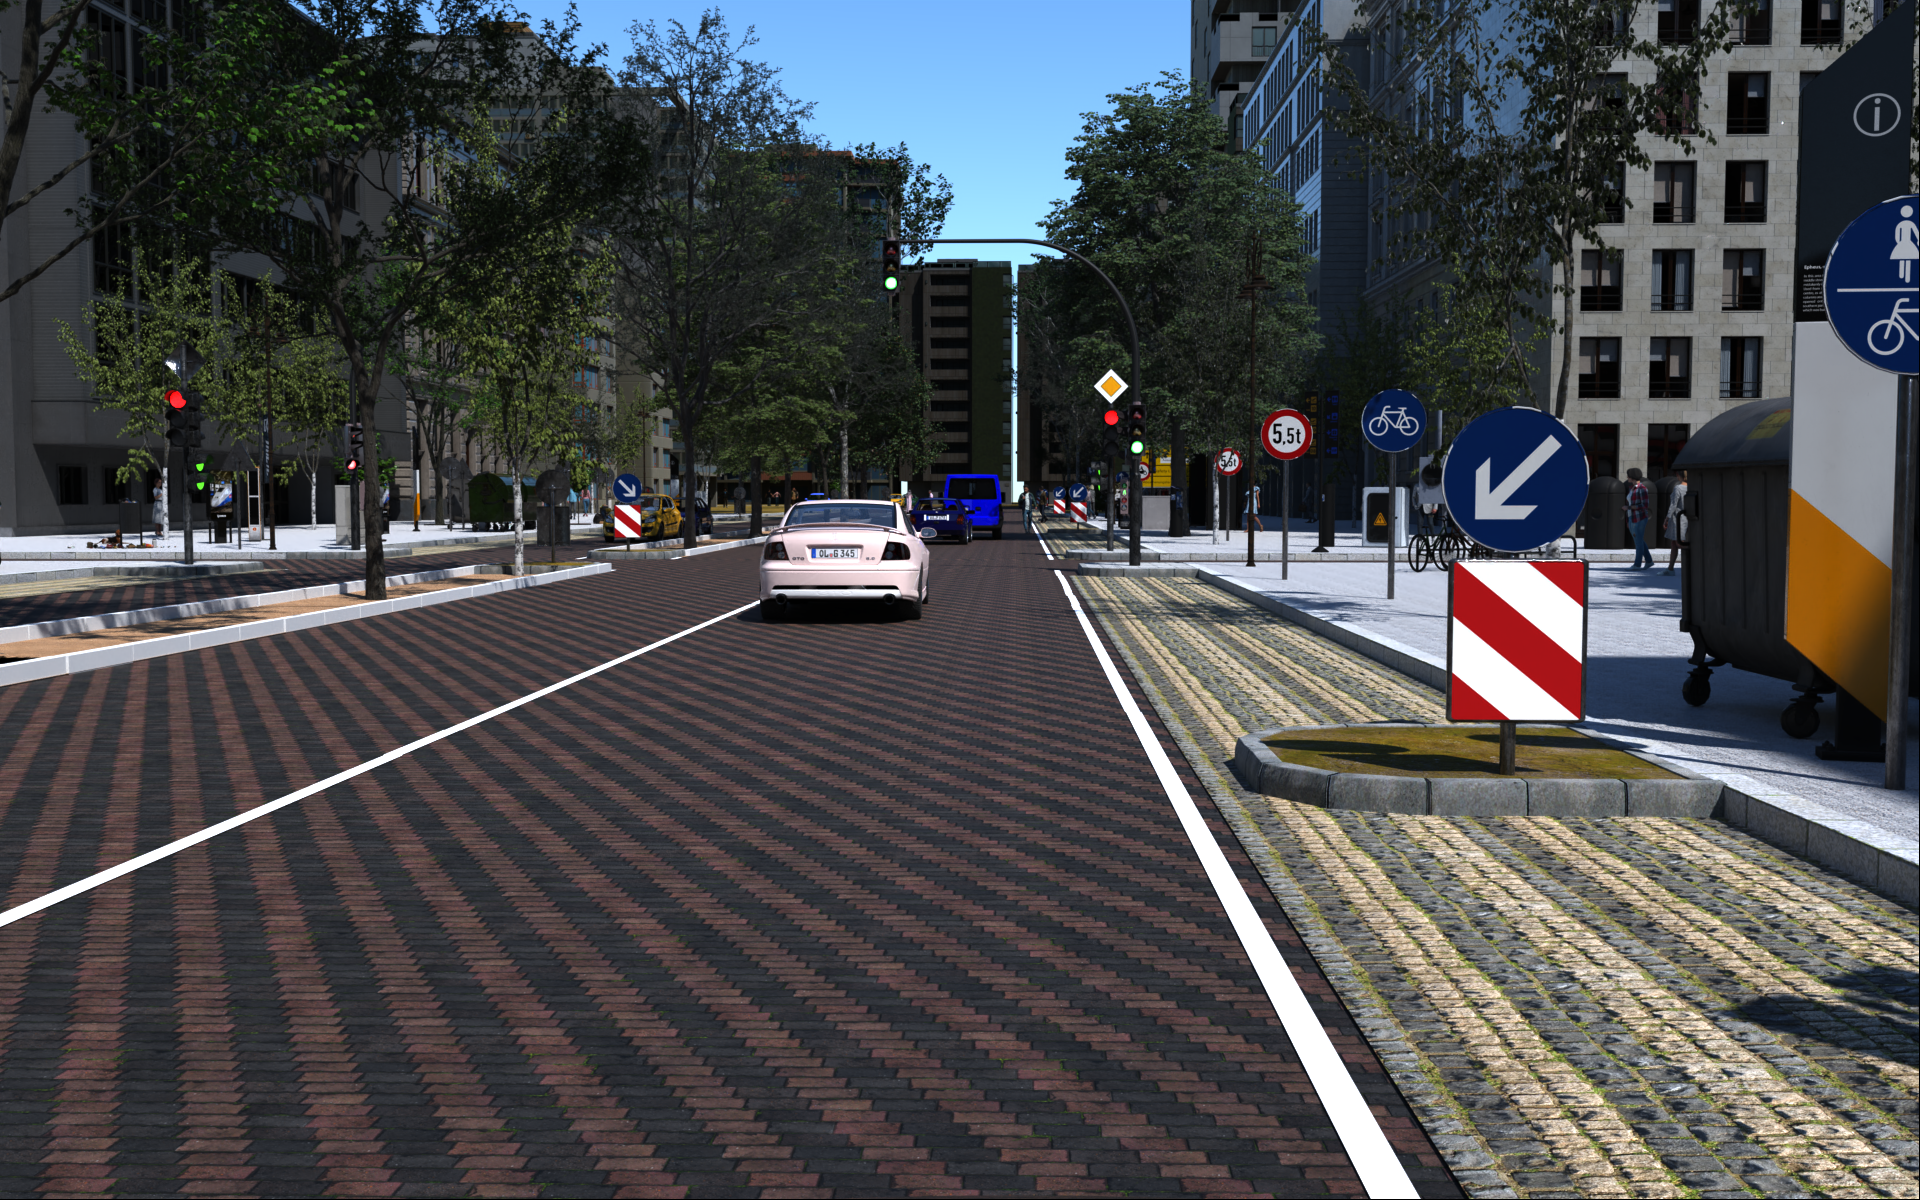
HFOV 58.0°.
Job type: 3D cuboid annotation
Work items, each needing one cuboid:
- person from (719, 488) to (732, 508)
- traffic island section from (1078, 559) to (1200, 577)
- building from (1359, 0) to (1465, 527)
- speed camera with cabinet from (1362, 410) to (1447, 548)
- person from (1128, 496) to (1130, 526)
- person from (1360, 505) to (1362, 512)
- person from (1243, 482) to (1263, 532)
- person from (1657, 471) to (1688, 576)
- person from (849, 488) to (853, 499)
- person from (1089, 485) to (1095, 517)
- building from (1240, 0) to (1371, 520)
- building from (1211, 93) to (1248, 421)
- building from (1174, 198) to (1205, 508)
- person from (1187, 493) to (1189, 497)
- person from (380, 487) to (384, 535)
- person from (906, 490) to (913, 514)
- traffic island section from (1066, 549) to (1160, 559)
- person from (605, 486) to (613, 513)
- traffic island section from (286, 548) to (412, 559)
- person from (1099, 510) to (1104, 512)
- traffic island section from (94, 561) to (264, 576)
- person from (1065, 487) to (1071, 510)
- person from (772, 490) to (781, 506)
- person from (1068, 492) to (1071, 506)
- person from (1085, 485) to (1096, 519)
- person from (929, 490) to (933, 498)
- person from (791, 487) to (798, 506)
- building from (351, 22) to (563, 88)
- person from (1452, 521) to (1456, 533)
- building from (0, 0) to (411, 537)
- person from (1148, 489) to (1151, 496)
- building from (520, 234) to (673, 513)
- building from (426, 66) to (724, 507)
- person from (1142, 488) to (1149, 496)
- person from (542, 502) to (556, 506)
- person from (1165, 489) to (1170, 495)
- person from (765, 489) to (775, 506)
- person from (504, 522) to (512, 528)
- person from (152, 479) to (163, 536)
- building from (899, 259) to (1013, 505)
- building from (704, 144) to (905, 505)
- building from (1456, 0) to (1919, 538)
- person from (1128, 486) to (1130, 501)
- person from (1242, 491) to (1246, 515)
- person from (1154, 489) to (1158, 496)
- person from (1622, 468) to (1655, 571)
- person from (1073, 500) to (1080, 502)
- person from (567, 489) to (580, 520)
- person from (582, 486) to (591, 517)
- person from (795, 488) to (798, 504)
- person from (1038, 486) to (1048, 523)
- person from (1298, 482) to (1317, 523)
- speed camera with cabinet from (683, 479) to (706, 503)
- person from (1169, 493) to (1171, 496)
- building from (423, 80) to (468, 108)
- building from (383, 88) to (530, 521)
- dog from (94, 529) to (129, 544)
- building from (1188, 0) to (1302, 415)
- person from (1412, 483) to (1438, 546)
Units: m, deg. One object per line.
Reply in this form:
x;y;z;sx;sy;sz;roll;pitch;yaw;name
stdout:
-21.942;-9.557;161.932;1.348;1.869;0.705;0;4;-7;person
3.146;-0.536;31.049;2.009;0.180;2.903;0;4;2;traffic island section
25.384;-17.572;73.204;13.634;28.700;20.117;0;4;2;building
10.635;-2.862;41.137;2.038;3.252;0.660;2;4;33;speed camera with cabinet
6.657;-3.691;66.734;0.374;1.781;0.599;-1;4;-15;person
12.223;-2.546;51.942;0.475;1.303;0.640;-2;4;-23;person
9.751;-3.161;57.818;0.778;1.811;0.616;-2;4;-31;person
11.329;-1.242;27.093;0.760;1.731;0.466;1;4;21;person
-11.092;-10.458;176.656;0.705;1.869;1.348;0;4;7;person
7.172;-5.445;95.250;0.537;1.800;0.526;-1;4;-9;person
23.346;-19.633;98.489;11.434;29.767;29.804;0;4;2;building
26.472;-21.795;128.055;14.160;30.474;14.107;0;4;2;building
27.904;-24.416;170.904;14.160;30.474;14.107;0;4;2;building
11.719;-5.168;90.886;0.623;1.781;0.721;3;5;41;person
-18.335;-2.948;54.426;0.473;1.802;0.592;1;4;13;person
-3.639;-7.031;124.133;0.551;1.740;0.621;0;4;8;person
3.406;-1.024;39.030;2.009;0.180;2.903;0;4;2;traffic island section
-20.884;-5.892;102.929;0.362;1.759;0.519;-3;4;-36;person
-13.827;-1.059;39.593;2.009;0.180;2.903;0;4;2;traffic island section
10.344;-7.338;126.706;1.217;1.739;0.721;2;4;26;person
-14.086;-0.571;31.612;2.009;0.180;2.903;0;4;2;traffic island section
8.767;-8.315;141.626;0.705;1.869;1.348;1;4;18;person
-19.183;-10.658;181.017;1.217;1.736;0.721;-3;5;-44;person
10.345;-9.888;168.425;1.217;1.736;0.721;-3;4;-38;person
6.676;-4.996;88.393;0.598;1.740;0.731;1;4;13;person
-2.263;-7.461;131.427;0.436;1.711;0.756;1;4;12;person
-12.973;-7.892;135.172;0.705;1.812;1.348;1;4;11;person
-64.740;-41.498;220.495;28.212;58.520;21.231;0;4;2;building
16.168;-3.039;55.998;0.520;1.790;0.573;-3;5;-39;person
-33.029;-15.090;65.793;14.314;24.678;30.058;0;4;2;building
16.834;-8.991;153.577;0.617;1.759;0.750;-3;4;-36;person
-38.230;-17.432;130.049;27.650;21.520;28.899;0;4;2;building
-35.214;-28.845;163.492;23.993;40.220;32.217;0;4;2;building
9.609;-5.151;90.435;0.473;1.802;0.592;0;4;5;person
-15.974;-3.742;67.233;0.555;1.821;0.388;-3;5;-41;person
18.749;-9.266;158.058;1.217;1.766;0.721;3;5;39;person
-20.337;-10.927;184.714;1.348;1.822;0.705;3;4;39;person
-17.312;-3.648;65.950;0.793;1.790;0.793;2;4;27;person
-24.333;-2.823;52.771;0.524;1.755;0.480;0;4;-2;person
-0.423;-27.155;215.681;14.107;30.474;14.160;0;4;2;building
-21.779;-34.557;219.631;28.867;44.769;22.147;0;4;2;building
25.544;-12.207;54.332;16.860;20.320;10.420;0;4;2;building
11.945;-7.170;123.140;0.709;1.838;0.599;-3;4;-36;person
16.998;-6.004;104.796;0.593;1.750;0.643;-3;4;-36;person
20.825;-10.892;184.141;0.705;1.822;1.348;-1;4;-14;person
11.389;-1.355;29.032;0.643;1.720;0.563;0;4;3;person
7.442;-6.377;110.550;0.529;1.795;0.600;2;4;25;person
-19.460;-4.973;87.218;0.638;1.841;0.748;-1;4;-9;person
-21.297;-5.670;98.758;0.555;1.821;0.388;-1;4;-16;person
-14.726;-9.114;155.059;0.705;1.823;1.348;-2;4;-28;person
4.129;-4.779;86.547;0.656;1.842;0.836;2;4;34;person
15.492;-4.328;76.919;0.853;1.813;0.709;2;4;26;person
-14.542;-6.155;94.968;0.660;3.252;2.038;1;4;13;speed camera with cabinet
19.222;-9.185;156.304;0.705;1.814;1.350;-2;4;-25;person
-53.927;-29.982;173.802;14.086;41.232;14.154;0;4;2;building
-30.422;-16.014;90.711;11.050;23.489;19.941;0;4;2;building
-21.814;-1.639;44.528;0.748;0.427;0.550;1;4;9;dog
34.309;-34.169;147.895;28.713;52.752;27.495;0;4;2;building
11.578;-2.276;43.098;0.661;1.843;0.795;2;4;32;person
